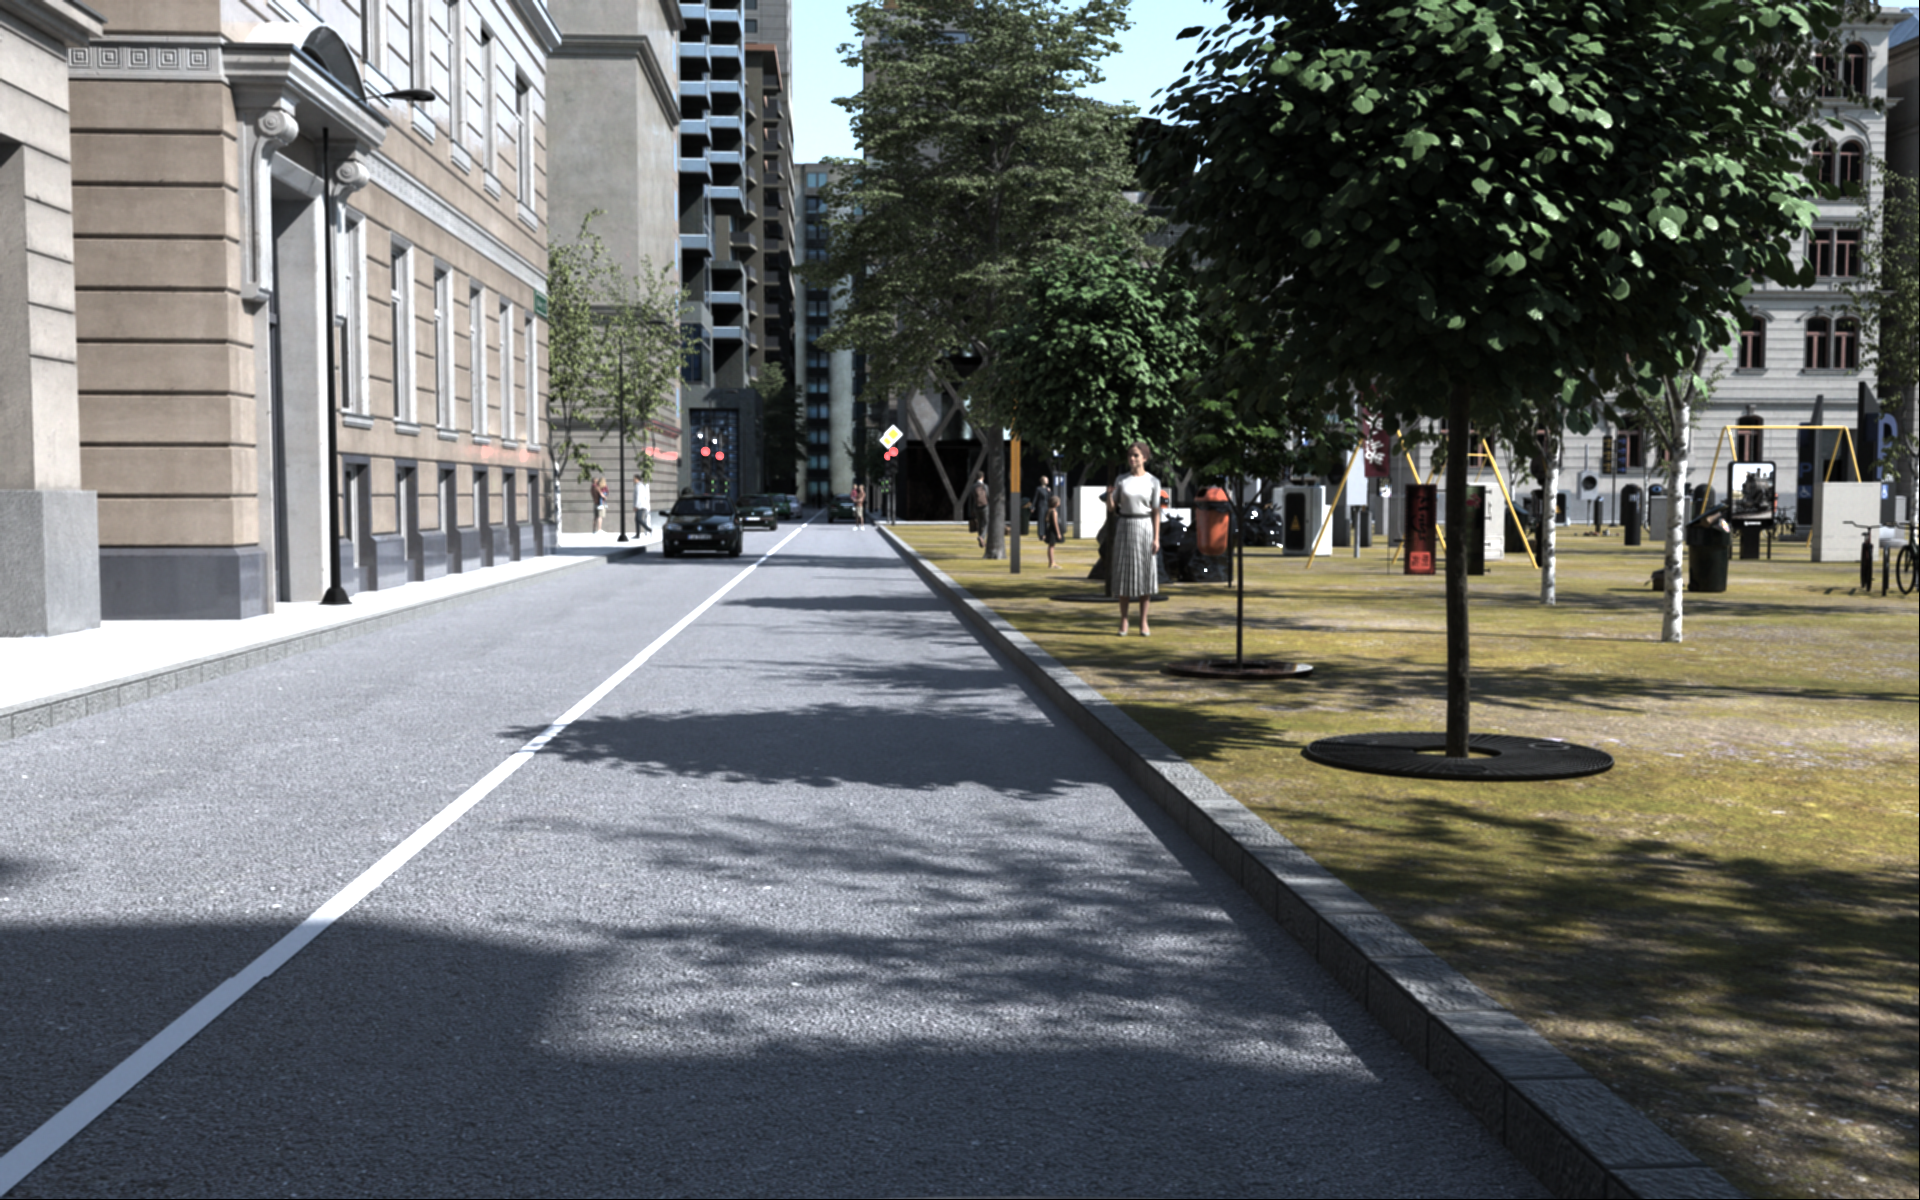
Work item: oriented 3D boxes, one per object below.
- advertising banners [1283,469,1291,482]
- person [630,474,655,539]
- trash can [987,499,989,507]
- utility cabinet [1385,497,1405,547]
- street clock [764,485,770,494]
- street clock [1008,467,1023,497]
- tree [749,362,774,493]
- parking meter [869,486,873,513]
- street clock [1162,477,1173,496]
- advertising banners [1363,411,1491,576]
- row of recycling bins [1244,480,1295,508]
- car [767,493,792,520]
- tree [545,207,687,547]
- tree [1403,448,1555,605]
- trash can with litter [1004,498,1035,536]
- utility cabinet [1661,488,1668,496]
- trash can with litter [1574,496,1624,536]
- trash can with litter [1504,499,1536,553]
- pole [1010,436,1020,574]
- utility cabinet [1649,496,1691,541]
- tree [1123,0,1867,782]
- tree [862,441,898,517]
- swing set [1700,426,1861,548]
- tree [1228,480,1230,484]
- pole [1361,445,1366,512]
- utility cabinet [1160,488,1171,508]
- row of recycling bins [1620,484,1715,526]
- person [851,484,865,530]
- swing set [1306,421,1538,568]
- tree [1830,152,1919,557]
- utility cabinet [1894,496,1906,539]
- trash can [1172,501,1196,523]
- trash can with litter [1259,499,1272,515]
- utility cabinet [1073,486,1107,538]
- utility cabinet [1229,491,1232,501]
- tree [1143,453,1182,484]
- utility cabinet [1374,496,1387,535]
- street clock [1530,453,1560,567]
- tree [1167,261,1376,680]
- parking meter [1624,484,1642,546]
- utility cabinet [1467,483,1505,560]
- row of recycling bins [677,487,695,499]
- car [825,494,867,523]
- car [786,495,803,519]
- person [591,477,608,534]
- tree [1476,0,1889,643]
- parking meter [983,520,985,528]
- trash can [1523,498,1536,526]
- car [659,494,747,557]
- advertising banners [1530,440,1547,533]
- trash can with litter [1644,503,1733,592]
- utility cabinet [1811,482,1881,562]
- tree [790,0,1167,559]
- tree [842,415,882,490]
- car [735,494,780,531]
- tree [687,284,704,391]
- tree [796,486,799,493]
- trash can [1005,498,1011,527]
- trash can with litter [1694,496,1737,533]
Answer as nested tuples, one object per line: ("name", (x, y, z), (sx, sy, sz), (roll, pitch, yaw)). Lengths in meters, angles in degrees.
("advertising banners", (17.026, -5.993, 94.175), (2.074, 3.025, 0.090), (1, 4, 14))
("person", (-9.069, -2.664, 49.443), (0.795, 1.843, 0.661), (0, 4, 6))
("trash can", (1.383, -3.596, 70.448), (0.748, 1.137, 0.748), (0, 3, 0))
("utility cabinet", (10.847, -1.866, 41.669), (1.020, 1.237, 0.306), (2, 4, 35))
("street clock", (-15.908, -8.439, 142.542), (0.471, 2.002, 0.358), (-3, 5, -44))
("street clock", (1.439, -2.469, 44.933), (0.358, 2.002, 0.471), (-1, 4, -21))
("tree", (-16.362, -14.053, 147.899), (7.486, 12.596, 7.792), (0, 3, 0))
("parking meter", (-6.065, -6.884, 118.261), (0.255, 1.863, 0.399), (0, 4, 4))
("street clock", (8.174, -3.878, 67.979), (0.471, 2.002, 0.358), (1, 4, 13))
("advertising banners", (7.312, -1.905, 27.340), (2.074, 3.025, 0.090), (1, 4, 10))
("row of recycling bins", (9.382, -2.783, 52.617), (1.069, 1.692, 3.534), (0, 4, -5))
("car", (-10.332, -5.347, 96.218), (1.959, 1.807, 4.718), (0, 4, -5))
("tree", (-9.921, -5.600, 41.921), (4.737, 8.622, 4.395), (0, 3, 0))
("tree", (6.833, -4.266, 20.117), (4.737, 8.622, 4.395), (0, 3, 0))
("trash can with litter", (1.744, -2.580, 53.564), (1.055, 1.170, 0.624), (-3, 4, -36))
("utility cabinet", (24.410, -3.107, 59.472), (0.318, 1.500, 1.173), (0, 4, 1))
("trash can with litter", (19.902, -2.599, 53.543), (1.678, 1.210, 2.233), (2, 4, 28))
("trash can with litter", (12.354, -1.617, 37.821), (1.055, 1.170, 0.624), (3, 5, 43))
("pole", (0.893, -2.083, 27.904), (0.158, 3.312, 0.155), (0, 3, 0))
("utility cabinet", (19.382, -2.208, 47.259), (1.020, 1.237, 0.306), (2, 4, 24))
("tree", (2.423, -1.508, 8.373), (4.285, 4.588, 4.351), (0, 3, 0))
("tree", (-3.881, -6.897, 96.483), (4.285, 4.588, 4.351), (0, 3, 0))
("swing set", (19.124, -2.591, 39.978), (3.119, 2.851, 2.862), (0, 4, -4))
("tree", (11.355, -7.133, 66.987), (4.737, 8.622, 4.395), (0, 3, 0))
("pole", (14.309, -4.126, 61.298), (0.158, 3.312, 0.155), (0, 3, 0))
("utility cabinet", (6.895, -3.237, 61.601), (1.173, 1.500, 0.318), (1, 4, 14))
("row of recycling bins", (28.491, -3.833, 69.788), (3.534, 1.692, 1.069), (1, 4, 19))
("person", (-4.097, -3.728, 69.434), (0.580, 1.828, 0.573), (0, 4, -7))
("swing set", (7.898, -1.967, 29.778), (2.862, 2.851, 3.119), (3, 5, 45))
("tree", (19.646, -5.184, 35.123), (4.737, 8.622, 4.395), (0, 3, 0))
("utility cabinet", (26.197, -2.318, 49.064), (1.020, 1.237, 0.306), (0, 4, 6))
("trash can", (4.616, -1.403, 34.600), (0.748, 1.137, 0.748), (0, 3, 0))
("trash can with litter", (8.241, -2.212, 47.558), (1.055, 1.170, 0.624), (2, 4, 33))
("utility cabinet", (3.764, -2.513, 49.767), (1.173, 1.500, 0.318), (-3, 5, -41))
("utility cabinet", (18.292, -6.675, 117.810), (1.173, 1.500, 0.318), (-1, 4, -23))
("tree", (5.891, -6.600, 58.275), (4.360, 8.622, 3.978), (0, 3, 0))
("utility cabinet", (13.429, -2.679, 54.971), (0.306, 1.237, 1.020), (0, 4, -1))
("street clock", (10.247, -1.579, 30.390), (0.358, 2.002, 0.471), (-2, 4, -28))
("tree", (1.938, -1.077, 12.207), (1.663, 3.219, 1.824), (0, 3, 0))
("parking meter", (16.785, -2.127, 43.184), (0.372, 1.533, 0.369), (0, 3, 0))
("utility cabinet", (10.009, -1.505, 33.291), (1.173, 1.500, 0.318), (-3, 4, -39))
("row of recycling bins", (-17.431, -5.818, 102.245), (3.534, 1.692, 1.069), (0, 4, -6))
("car", (-5.681, -4.568, 86.480), (2.131, 1.459, 4.920), (0, 4, -5))
("car", (-10.279, -5.494, 102.194), (2.083, 1.381, 4.827), (0, 4, -4))
("person", (-11.557, -3.027, 55.501), (0.580, 1.828, 0.573), (0, 4, -4))
("tree", (6.183, -3.954, 15.015), (4.360, 8.622, 3.978), (0, 3, 0))
("parking meter", (0.810, -3.495, 65.554), (0.372, 1.533, 0.369), (0, 3, 0))
("trash can", (23.319, -3.612, 70.712), (0.748, 1.137, 0.748), (0, 3, 0))
("car", (-5.983, -1.878, 40.488), (2.009, 1.686, 4.222), (0, 4, -6))
("advertising banners", (19.054, -3.721, 57.025), (0.090, 3.025, 2.074), (0, 4, 7))
("trash can with litter", (9.576, -0.696, 22.770), (1.055, 1.170, 0.624), (2, 4, 32))
("utility cabinet", (16.612, -1.456, 32.487), (1.173, 1.500, 0.318), (0, 4, -7))
("tree", (0.530, -7.105, 34.291), (7.486, 12.596, 7.792), (0, 3, 0))
("tree", (-8.312, -12.605, 156.448), (4.737, 8.622, 4.395), (0, 3, 0))
("car", (-8.135, -3.604, 68.715), (2.009, 1.686, 4.222), (0, 4, -5))
("tree", (-9.724, -6.237, 52.342), (4.737, 8.622, 4.395), (0, 3, 0))
("tree", (-19.878, -12.984, 206.886), (1.663, 3.219, 1.824), (0, 3, 0))
("trash can", (1.819, -3.362, 66.619), (0.748, 1.137, 0.748), (0, 3, 0))
("trash can with litter", (25.070, -2.846, 57.583), (2.233, 1.210, 1.678), (2, 4, 31))
